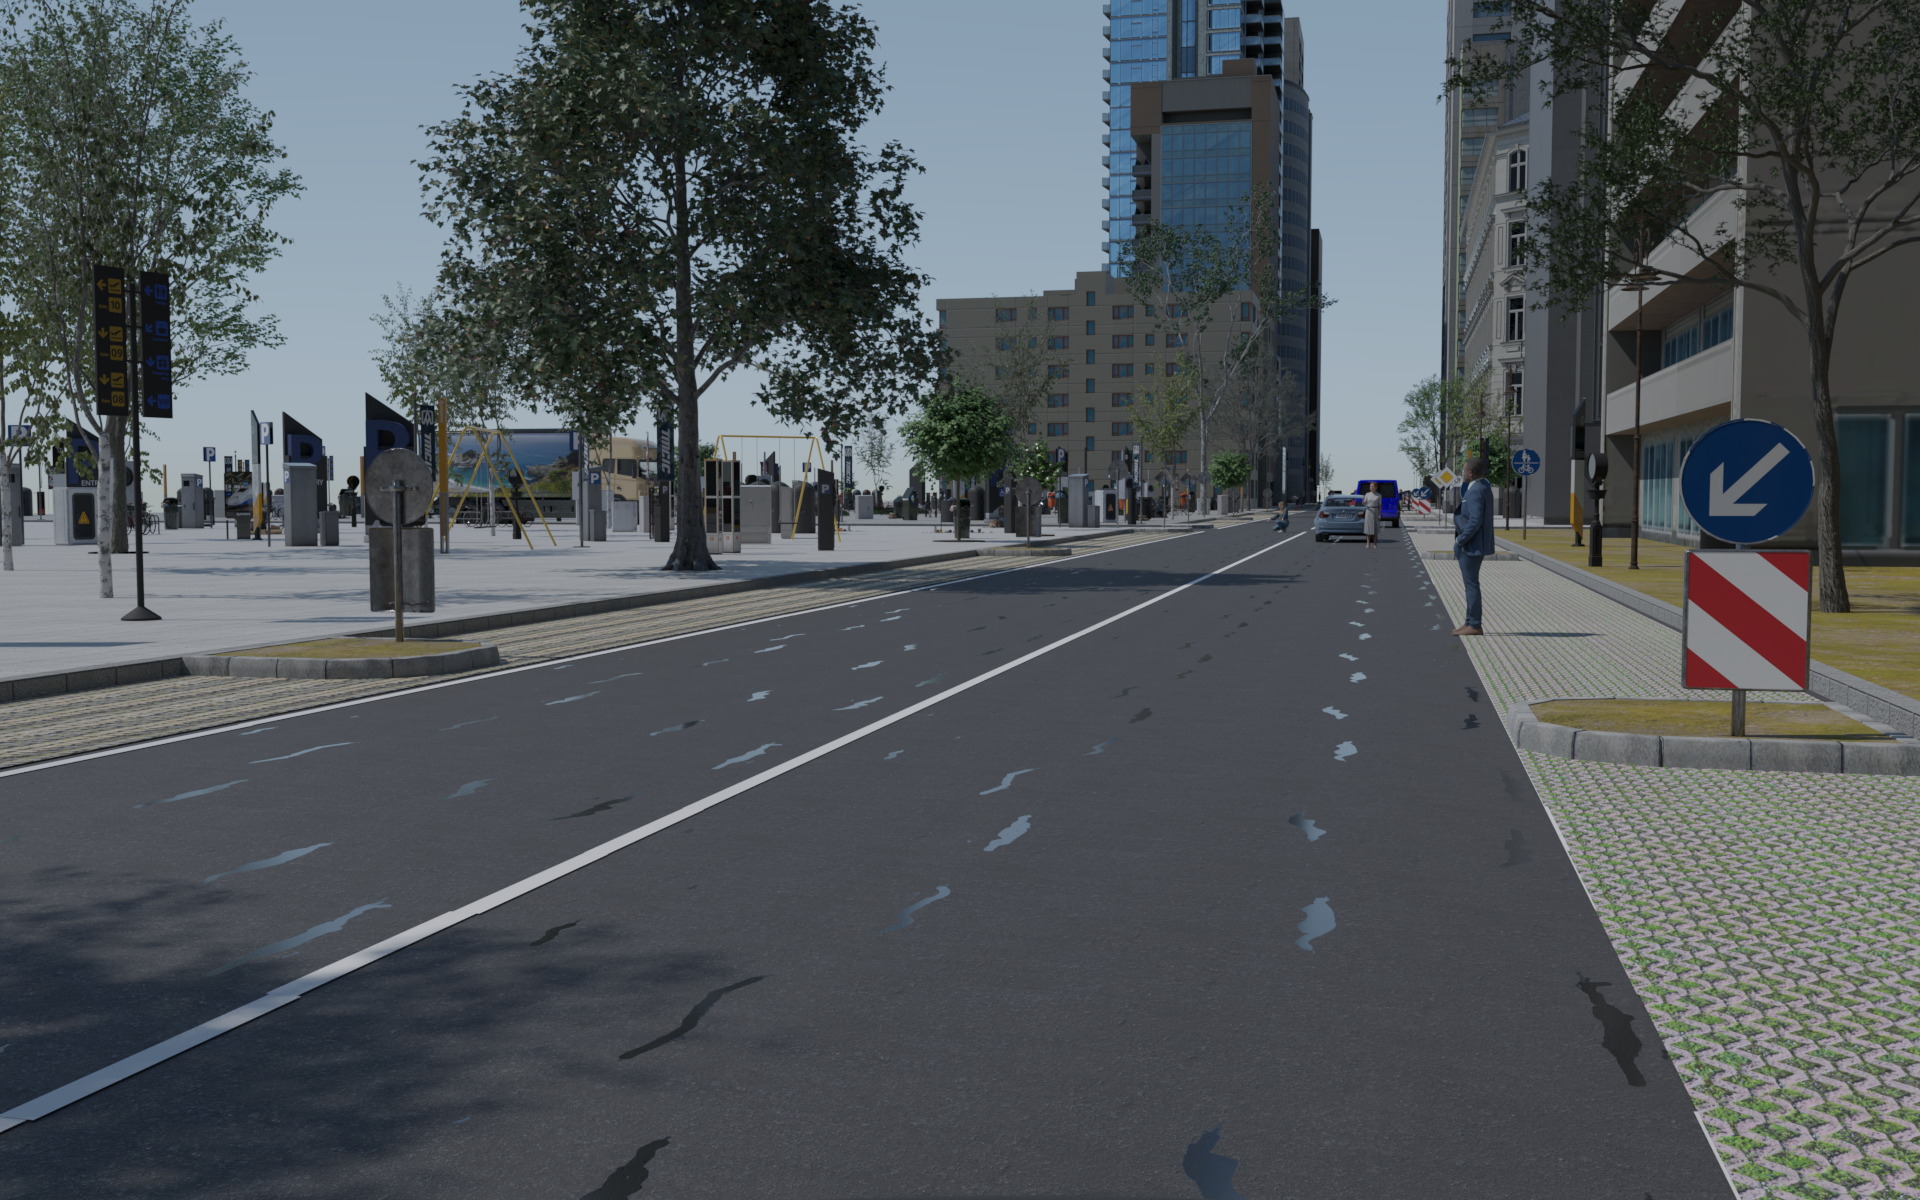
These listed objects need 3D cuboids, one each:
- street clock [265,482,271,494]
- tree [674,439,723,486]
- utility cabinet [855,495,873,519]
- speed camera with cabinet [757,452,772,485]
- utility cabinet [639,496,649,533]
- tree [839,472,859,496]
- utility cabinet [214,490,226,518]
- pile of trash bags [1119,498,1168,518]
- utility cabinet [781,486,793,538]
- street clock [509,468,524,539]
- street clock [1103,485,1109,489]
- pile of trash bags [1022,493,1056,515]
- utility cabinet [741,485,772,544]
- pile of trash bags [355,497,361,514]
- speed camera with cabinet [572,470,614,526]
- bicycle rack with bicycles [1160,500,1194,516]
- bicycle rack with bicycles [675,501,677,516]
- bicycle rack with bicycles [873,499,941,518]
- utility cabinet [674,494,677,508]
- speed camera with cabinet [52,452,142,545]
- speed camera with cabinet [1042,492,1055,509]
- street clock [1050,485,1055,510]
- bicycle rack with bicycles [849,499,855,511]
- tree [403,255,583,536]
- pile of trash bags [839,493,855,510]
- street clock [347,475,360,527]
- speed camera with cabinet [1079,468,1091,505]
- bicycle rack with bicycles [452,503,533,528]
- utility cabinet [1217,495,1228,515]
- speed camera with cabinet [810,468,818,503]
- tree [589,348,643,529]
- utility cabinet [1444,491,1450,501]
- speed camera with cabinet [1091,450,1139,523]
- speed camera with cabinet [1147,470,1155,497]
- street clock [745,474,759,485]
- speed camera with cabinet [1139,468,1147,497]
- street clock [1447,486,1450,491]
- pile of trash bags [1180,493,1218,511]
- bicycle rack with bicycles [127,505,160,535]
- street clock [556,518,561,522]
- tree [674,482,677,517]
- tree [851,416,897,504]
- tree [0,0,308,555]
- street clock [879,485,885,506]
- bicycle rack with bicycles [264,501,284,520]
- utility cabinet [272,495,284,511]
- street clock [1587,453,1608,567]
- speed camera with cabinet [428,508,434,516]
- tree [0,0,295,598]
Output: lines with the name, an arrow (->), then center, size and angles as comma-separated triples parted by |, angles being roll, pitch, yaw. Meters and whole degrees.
street clock -> -41.136, -6.018, 102.957 | 0.358, 2.002, 0.471 | -2, 4, -29
tree -> -14.457, -6.754, 94.149 | 4.285, 4.588, 4.351 | 0, 3, 0
utility cabinet -> -4.899, -4.745, 88.748 | 1.020, 1.237, 0.306 | -3, 5, -44
speed camera with cabinet -> -9.835, -5.305, 81.067 | 2.038, 3.252, 0.660 | 0, 4, -3
utility cabinet -> -10.453, -2.843, 57.637 | 0.306, 1.237, 1.020 | -1, 4, -18
tree -> -8.490, -8.234, 129.227 | 1.663, 3.219, 1.824 | 0, 3, 0
utility cabinet -> -43.076, -5.679, 101.527 | 1.173, 1.500, 0.318 | -2, 4, -31
pile of trash bags -> 9.578, -5.078, 92.770 | 1.912, 1.369, 3.447 | 3, 4, 39
utility cabinet -> -5.008, -2.536, 50.140 | 0.318, 1.500, 1.173 | 0, 4, -4
street clock -> -12.560, -2.721, 49.057 | 0.358, 2.002, 0.471 | -3, 5, -43
street clock -> 11.111, -7.787, 131.887 | 0.471, 2.002, 0.358 | 1, 4, 13
pile of trash bags -> 4.932, -5.944, 106.934 | 1.912, 1.369, 3.447 | -2, 4, -30
utility cabinet -> -5.377, -2.151, 43.844 | 1.173, 1.500, 0.318 | 0, 4, -2
pile of trash bags -> -37.731, -6.183, 110.841 | 1.912, 1.369, 3.447 | 3, 5, 41
speed camera with cabinet -> -14.481, -4.528, 68.362 | 0.660, 3.252, 2.038 | 2, 4, 23
bicycle rack with bicycles -> 12.250, -5.456, 102.580 | 2.925, 0.926, 2.852 | 1, 4, 16
bicycle rack with bicycles -> -15.740, -5.396, 101.604 | 2.925, 0.926, 2.852 | 3, 5, 45
bicycle rack with bicycles -> -3.243, -5.494, 103.204 | 2.852, 0.926, 2.925 | -2, 4, -28
utility cabinet -> -20.559, -7.247, 127.162 | 0.318, 1.500, 1.173 | 2, 4, 31
speed camera with cabinet -> -22.196, -3.063, 44.414 | 0.660, 3.252, 2.038 | 2, 4, 25
speed camera with cabinet -> 7.451, -9.332, 146.918 | 2.038, 3.252, 0.660 | 2, 4, 25
street clock -> 7.388, -8.255, 139.540 | 0.471, 2.002, 0.358 | -1, 4, -19
bicycle rack with bicycles -> -6.279, -6.519, 119.965 | 2.852, 0.926, 2.925 | 2, 4, 28
tree -> -14.420, -6.250, 52.542 | 4.360, 8.622, 3.978 | 0, 3, 0
pile of trash bags -> -8.720, -7.936, 139.506 | 3.447, 1.369, 1.912 | 3, 5, 44
street clock -> -23.434, -3.814, 66.934 | 0.471, 2.002, 0.358 | -1, 4, -23
speed camera with cabinet -> 9.496, -8.351, 130.869 | 2.038, 3.252, 0.660 | -2, 4, -29
bicycle rack with bicycles -> -18.223, -3.256, 66.612 | 2.925, 0.926, 2.852 | 3, 5, 39
utility cabinet -> 16.014, -5.770, 105.496 | 0.306, 1.237, 1.020 | 2, 4, 31
speed camera with cabinet -> -11.451, -8.287, 129.822 | 2.038, 3.252, 0.660 | -2, 4, -27
tree -> -13.249, -6.951, 64.006 | 4.360, 8.622, 3.978 | 0, 3, 0
utility cabinet -> 33.089, -6.603, 116.636 | 1.173, 1.500, 0.318 | -2, 4, -35
speed camera with cabinet -> 6.988, -5.118, 78.008 | 2.038, 3.252, 0.660 | -3, 5, -41
speed camera with cabinet -> 14.634, -8.871, 139.382 | 2.038, 3.252, 0.660 | -1, 4, -18
street clock -> -7.697, -3.640, 64.092 | 0.471, 2.002, 0.358 | -3, 4, -36
speed camera with cabinet -> 12.868, -8.335, 130.614 | 2.038, 3.252, 0.660 | 2, 4, 33
street clock -> 35.375, -7.398, 125.534 | 0.358, 2.002, 0.471 | 0, 4, -5
pile of trash bags -> 18.729, -7.636, 134.603 | 3.447, 1.369, 1.912 | -1, 4, -14
bicycle rack with bicycles -> -26.397, -2.521, 54.596 | 2.852, 0.926, 2.925 | 1, 4, 13
street clock -> -18.761, -4.673, 80.965 | 0.358, 2.002, 0.471 | 0, 4, 3
tree -> -16.131, -6.376, 98.846 | 1.663, 3.219, 1.824 | 0, 3, 0
tree -> -7.183, -12.063, 147.594 | 4.360, 8.622, 3.978 | 0, 3, 0
tree -> -17.969, -6.794, 36.830 | 9.928, 11.665, 9.643 | 0, 3, 0
street clock -> -6.497, -8.505, 143.632 | 0.471, 2.002, 0.358 | 1, 4, 13
bicycle rack with bicycles -> -33.991, -4.454, 86.206 | 2.852, 0.926, 2.925 | -3, 5, -41
utility cabinet -> -39.123, -5.425, 99.856 | 1.020, 1.237, 0.306 | -1, 4, -21
street clock -> 11.222, -1.588, 30.531 | 0.358, 2.002, 0.471 | 0, 4, 2
speed camera with cabinet -> -31.827, -6.603, 102.292 | 0.660, 3.252, 2.038 | -3, 5, -44
tree -> -10.550, -4.344, 21.389 | 4.360, 8.622, 3.978 | 0, 3, 0
